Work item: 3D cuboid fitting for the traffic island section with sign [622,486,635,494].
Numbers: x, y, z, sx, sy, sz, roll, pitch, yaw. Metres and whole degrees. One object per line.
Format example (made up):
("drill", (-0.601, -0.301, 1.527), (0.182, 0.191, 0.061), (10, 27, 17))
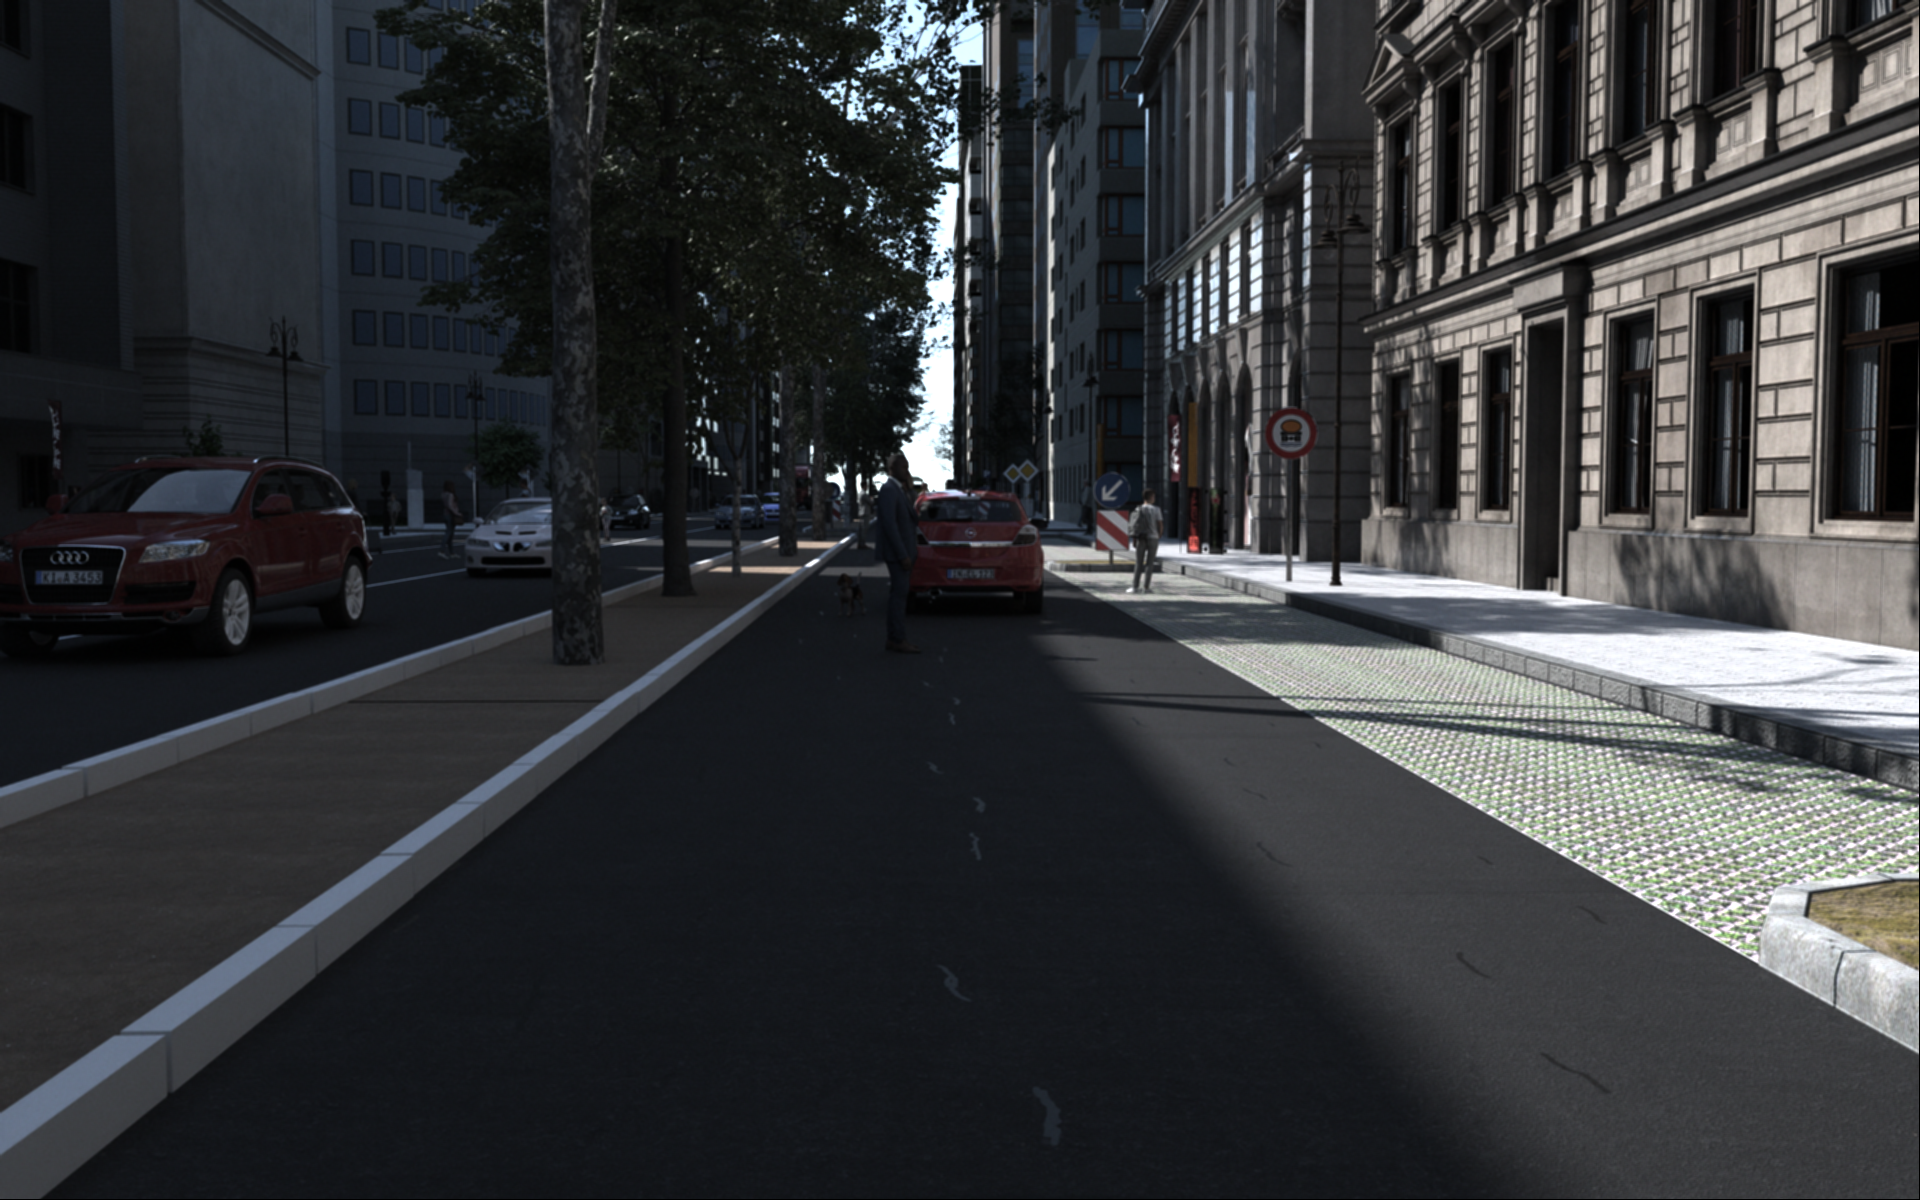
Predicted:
("traffic island section with sign", (-16.765, -4.821, 87.457), (1.989, 1.847, 2.006), (0, 4, -2))

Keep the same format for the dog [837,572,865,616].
("dog", (-1.281, -0.070, 20.434), (0.406, 0.507, 0.540), (-1, 4, -20))

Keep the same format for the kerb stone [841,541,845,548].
("kerb stone", (-3.109, -1.371, 44.607), (0.120, 0.150, 1.000), (0, 4, -2))

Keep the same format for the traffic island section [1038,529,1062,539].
("traffic island section", (2.265, -2.129, 57.092), (2.009, 0.180, 2.903), (0, 4, -2))

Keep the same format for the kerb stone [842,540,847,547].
("kerb stone", (-3.132, -1.433, 45.629), (0.120, 0.150, 1.000), (0, 4, -2))

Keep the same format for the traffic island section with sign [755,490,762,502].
("traffic island section with sign", (-18.920, -9.433, 162.860), (1.989, 1.847, 2.006), (0, 4, -2))

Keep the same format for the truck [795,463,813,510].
("truck", (-14.702, -10.436, 159.545), (2.839, 4.237, 11.283), (0, 4, 0))

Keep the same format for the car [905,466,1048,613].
("car", (0.088, -0.811, 22.302), (2.155, 1.783, 4.494), (0, 4, -1))

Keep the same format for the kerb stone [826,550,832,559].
("kerb stone", (-2.905, -0.932, 37.441), (0.120, 0.150, 1.000), (0, 4, -2))

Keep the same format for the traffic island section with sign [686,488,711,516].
("traffic island section with sign", (-17.527, -6.469, 114.401), (1.989, 1.847, 2.006), (0, 4, -2))

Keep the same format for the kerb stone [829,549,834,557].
("kerb stone", (-2.934, -0.995, 38.463), (0.120, 0.150, 1.000), (0, 4, -2))

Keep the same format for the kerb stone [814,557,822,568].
("kerb stone", (-2.782, -0.676, 33.332), (0.120, 0.150, 1.000), (0, 4, -2))

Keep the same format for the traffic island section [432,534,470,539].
("traffic island section", (-15.869, -2.098, 56.580), (2.009, 0.180, 2.903), (0, 4, -2))

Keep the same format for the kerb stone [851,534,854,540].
("kerb stone", (-3.311, -1.810, 51.793), (0.120, 0.150, 1.000), (0, 4, -2))

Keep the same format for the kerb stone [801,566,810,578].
("kerb stone", (-2.673, -0.431, 29.244), (0.120, 0.150, 1.000), (0, 4, -2))

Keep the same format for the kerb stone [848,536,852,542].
("kerb stone", (-3.252, -1.684, 49.732), (0.120, 0.150, 1.000), (0, 4, -2))

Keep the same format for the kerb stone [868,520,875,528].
("kerb stone", (-4.115, -3.534, 79.970), (0.120, 0.150, 1.000), (0, 4, -2))

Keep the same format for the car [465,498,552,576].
("car", (-7.762, -1.186, 31.760), (2.083, 1.381, 4.827), (0, 4, -4))

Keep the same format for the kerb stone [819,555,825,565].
("kerb stone", (-2.808, -0.744, 34.368), (0.120, 0.150, 1.000), (0, 4, -2))

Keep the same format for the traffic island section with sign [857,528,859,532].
("traffic island section with sign", (-4.735, -3.450, 64.541), (2.006, 1.907, 1.989), (0, 4, -2))

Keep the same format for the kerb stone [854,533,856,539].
("kerb stone", (-3.378, -1.935, 53.836), (0.120, 0.150, 1.000), (0, 4, -2))

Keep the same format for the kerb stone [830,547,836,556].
("kerb stone", (-2.962, -1.058, 39.487), (0.120, 0.150, 1.000), (0, 4, -2))

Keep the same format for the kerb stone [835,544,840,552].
("kerb stone", (-3.020, -1.183, 41.541), (0.120, 0.150, 1.000), (0, 4, -2))

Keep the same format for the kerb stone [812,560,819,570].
("kerb stone", (-2.758, -0.614, 32.310), (0.120, 0.150, 1.000), (0, 4, -2))

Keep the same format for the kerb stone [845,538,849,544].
("kerb stone", (-3.196, -1.558, 47.688), (0.120, 0.150, 1.000), (0, 4, -2))

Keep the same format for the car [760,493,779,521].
("car", (-8.879, -4.520, 83.494), (1.945, 1.707, 3.694), (0, 4, -3))

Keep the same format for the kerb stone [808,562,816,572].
("kerb stone", (-2.727, -0.554, 31.288), (0.120, 0.150, 1.000), (0, 4, -2))

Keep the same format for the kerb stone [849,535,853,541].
("kerb stone", (-3.277, -1.747, 50.756), (0.120, 0.150, 1.000), (0, 4, -2))

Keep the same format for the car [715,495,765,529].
("car", (-9.145, -3.680, 72.170), (2.014, 1.417, 4.499), (0, 4, -1))

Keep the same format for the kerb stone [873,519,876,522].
("kerb stone", (-4.178, -3.647, 82.023), (0.120, 0.150, 1.000), (0, 4, -2))

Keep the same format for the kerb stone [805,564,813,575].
("kerb stone", (-2.698, -0.492, 30.266), (0.120, 0.150, 1.000), (0, 4, -2))

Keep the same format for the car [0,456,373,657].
("car", (-7.435, -0.507, 16.963), (2.281, 1.827, 5.304), (0, 4, -1))

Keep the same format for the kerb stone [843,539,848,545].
("kerb stone", (-3.166, -1.497, 46.663), (0.120, 0.150, 1.000), (0, 4, -2))

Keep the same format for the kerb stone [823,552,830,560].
("kerb stone", (-2.867, -0.866, 36.412), (0.120, 0.150, 1.000), (0, 4, -2))

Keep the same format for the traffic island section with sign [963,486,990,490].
("traffic island section with sign", (1.079, -4.819, 87.420), (1.989, 1.847, 2.006), (0, 4, -2))

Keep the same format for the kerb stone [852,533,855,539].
("kerb stone", (-3.349, -1.873, 52.814), (0.120, 0.150, 1.000), (0, 4, -2))

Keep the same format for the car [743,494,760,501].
("car", (-14.977, -6.688, 121.357), (2.014, 1.417, 4.499), (0, 4, -1))

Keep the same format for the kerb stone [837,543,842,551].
("kerb stone", (-3.046, -1.245, 42.563), (0.120, 0.150, 1.000), (0, 4, -2))

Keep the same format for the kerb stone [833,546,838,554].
("kerb stone", (-2.985, -1.120, 40.511), (0.120, 0.150, 1.000), (0, 4, -2))

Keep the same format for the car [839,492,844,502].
("car", (-18.558, -15.969, 269.760), (2.281, 1.827, 5.304), (0, 4, -3))

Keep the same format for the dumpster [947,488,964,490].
("dumpster", (-0.096, -7.588, 132.274), (1.865, 1.857, 1.264), (0, 4, -3))

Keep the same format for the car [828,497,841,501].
("car", (-16.773, -13.506, 229.626), (1.959, 1.807, 4.718), (0, 4, -1))

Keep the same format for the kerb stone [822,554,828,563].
("kerb stone", (-2.836, -0.800, 35.390), (0.120, 0.150, 1.000), (0, 4, -2))

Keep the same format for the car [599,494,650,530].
("car", (-13.659, -3.711, 70.462), (2.009, 1.686, 4.222), (0, 4, -3))

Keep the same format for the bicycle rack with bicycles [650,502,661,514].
("bicycle rack with bicycles", (-20.483, -5.923, 110.215), (2.925, 0.926, 2.852), (0, 4, -3))

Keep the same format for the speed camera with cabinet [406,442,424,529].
("speed camera with cabinet", (-20.378, -4.308, 64.776), (0.660, 3.252, 2.038), (-1, 4, -17))

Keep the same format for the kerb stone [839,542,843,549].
("kerb stone", (-3.075, -1.308, 43.585), (0.120, 0.150, 1.000), (0, 4, -2))

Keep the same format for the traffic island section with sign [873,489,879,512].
("traffic island section with sign", (-6.896, -8.044, 139.649), (2.006, 1.907, 1.989), (0, 4, -2))

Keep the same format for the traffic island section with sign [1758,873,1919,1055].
("traffic island section with sign", (3.435, 0.233, 4.818), (1.989, 1.847, 2.006), (0, 4, -2))

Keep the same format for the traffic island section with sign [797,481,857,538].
("traffic island section with sign", (-4.533, -2.997, 57.137), (2.006, 1.907, 1.989), (0, 4, -2))

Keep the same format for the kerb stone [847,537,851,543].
("kerb stone", (-3.227, -1.622, 48.710), (0.120, 0.150, 1.000), (0, 4, -2))

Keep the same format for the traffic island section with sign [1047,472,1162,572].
("traffic island section with sign", (2.647, -1.453, 32.388), (1.989, 1.847, 2.006), (0, 4, -2))
